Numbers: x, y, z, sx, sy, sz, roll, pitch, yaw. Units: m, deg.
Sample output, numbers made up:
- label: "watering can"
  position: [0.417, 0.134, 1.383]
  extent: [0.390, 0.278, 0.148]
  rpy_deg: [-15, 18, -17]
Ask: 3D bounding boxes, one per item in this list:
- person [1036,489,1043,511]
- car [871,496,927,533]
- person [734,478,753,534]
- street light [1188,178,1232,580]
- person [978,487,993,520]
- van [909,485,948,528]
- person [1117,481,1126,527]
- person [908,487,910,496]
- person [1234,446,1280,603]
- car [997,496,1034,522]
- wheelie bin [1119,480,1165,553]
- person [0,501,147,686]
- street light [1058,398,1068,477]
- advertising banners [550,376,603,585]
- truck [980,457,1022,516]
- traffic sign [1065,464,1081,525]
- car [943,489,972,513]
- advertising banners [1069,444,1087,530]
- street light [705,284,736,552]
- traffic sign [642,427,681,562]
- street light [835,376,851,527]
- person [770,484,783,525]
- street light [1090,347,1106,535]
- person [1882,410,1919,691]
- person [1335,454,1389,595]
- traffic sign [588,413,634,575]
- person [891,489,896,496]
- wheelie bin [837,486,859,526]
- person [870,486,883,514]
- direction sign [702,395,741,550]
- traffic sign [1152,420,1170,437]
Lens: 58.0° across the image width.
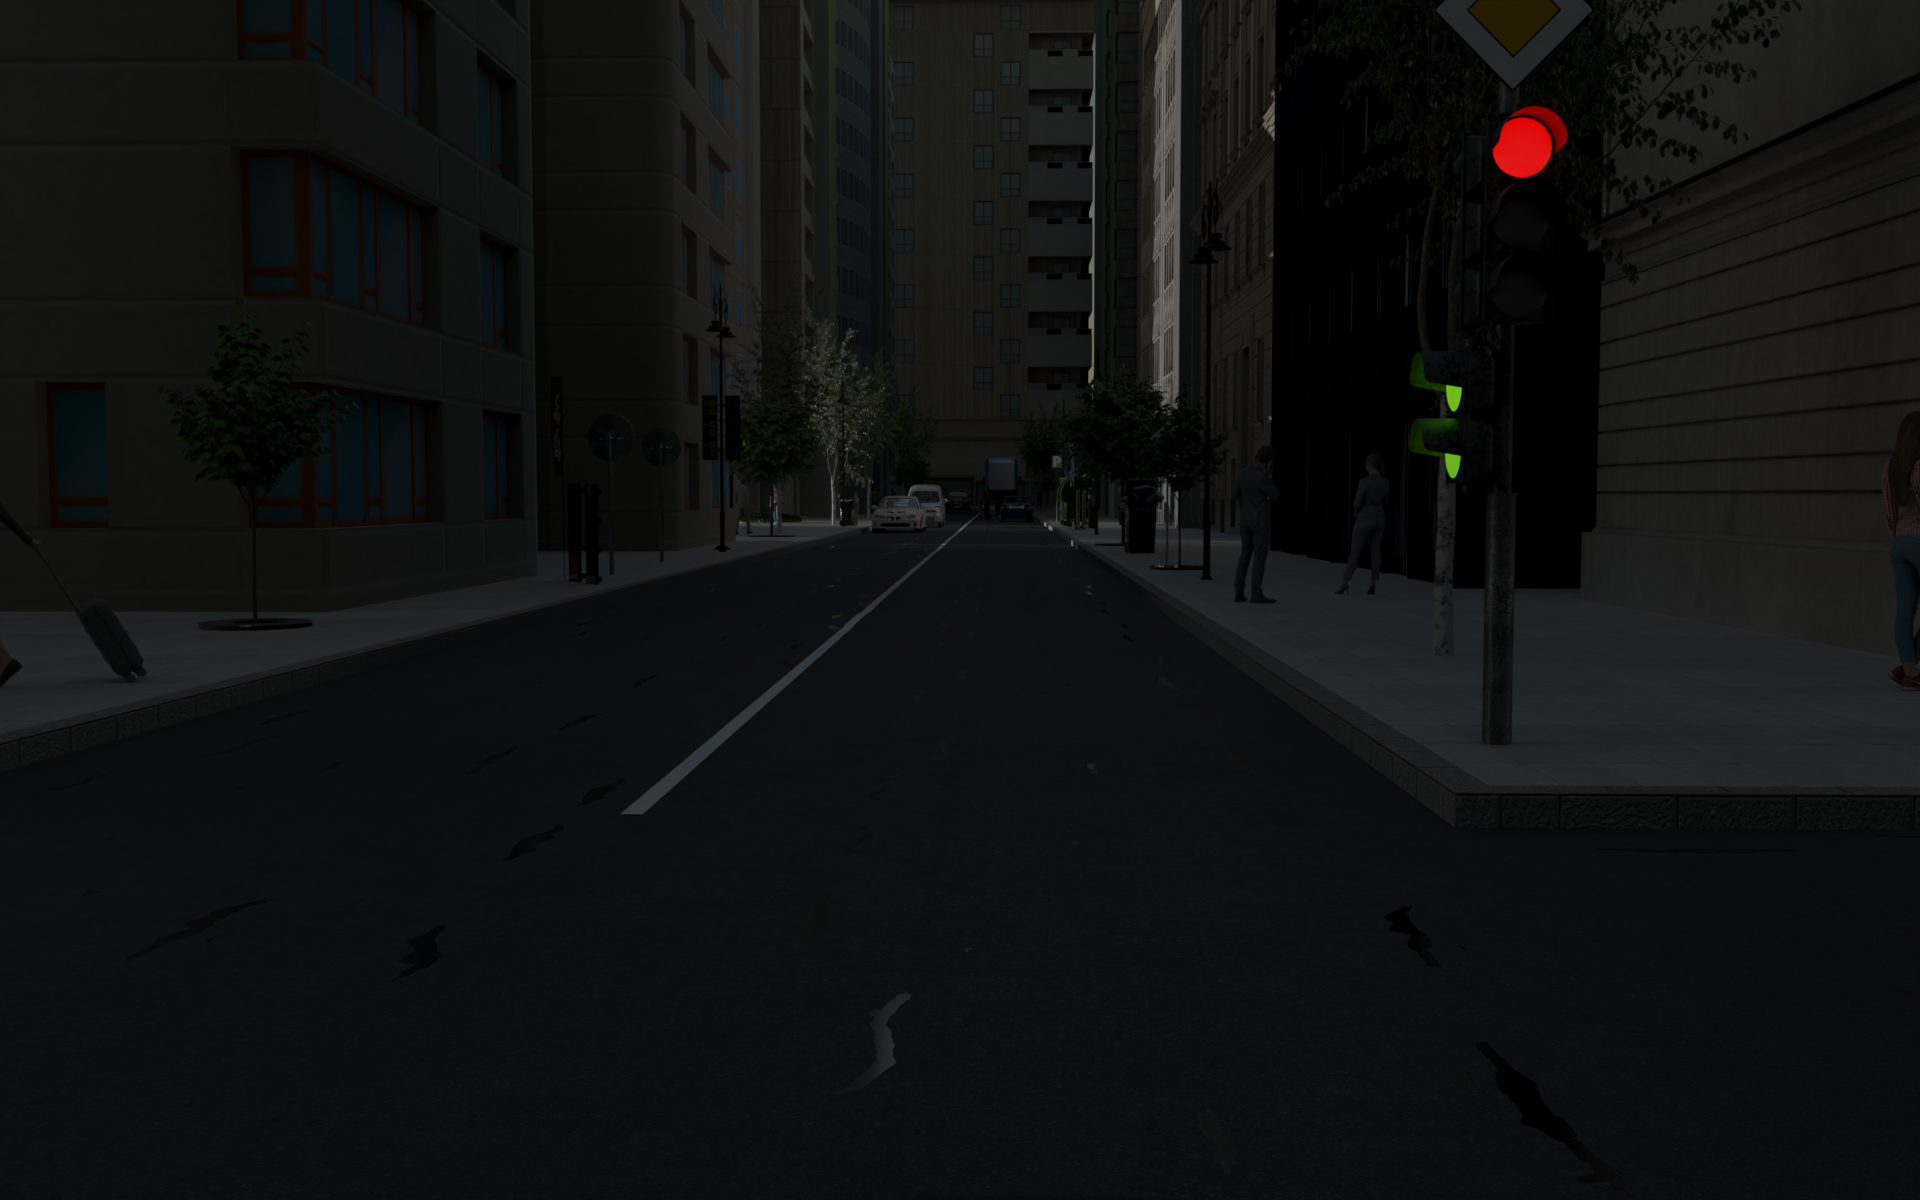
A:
- label: "person"
  position: [6.025, -7.568, 131.247]
  extent: [0.415, 1.643, 0.593]
  rpy_deg: [3, 4, 37]
- label: "car"
  position: [-2.285, -3.278, 65.964]
  extent: [2.083, 1.381, 4.827]
  rpy_deg: [0, 4, 3]
- label: "person"
  position: [-6.927, -2.990, 55.207]
  extent: [0.678, 1.792, 0.850]
  rpy_deg: [2, 4, 25]
- label: "street light"
  position: [3.694, -3.241, 25.775]
  extent: [0.468, 5.910, 1.993]
  rpy_deg: [0, 4, 1]
- label: "person"
  position: [1.468, -5.328, 95.545]
  extent: [0.705, 1.831, 1.348]
  rpy_deg: [-2, 4, -33]
- label: "van"
  position: [-1.519, -4.183, 75.403]
  extent: [2.013, 2.044, 4.112]
  rpy_deg: [0, 4, 2]
- label: "person"
  position: [6.347, -3.747, 67.495]
  extent: [0.473, 1.802, 0.592]
  rpy_deg: [2, 4, 30]
- label: "person"
  position: [-3.379, -6.557, 113.773]
  extent: [0.721, 1.766, 1.217]
  rpy_deg: [0, 4, -5]
- label: "person"
  position: [3.518, -0.893, 20.454]
  extent: [0.447, 1.846, 0.655]
  rpy_deg: [-2, 4, -32]
- label: "car"
  position: [2.888, -4.731, 89.930]
  extent: [1.945, 1.354, 3.894]
  rpy_deg: [0, 4, 0]
- label: "wheelie bin"
  position: [3.966, -1.821, 37.678]
  extent: [0.980, 1.594, 0.693]
  rpy_deg: [0, 4, -3]
- label: "person"
  position: [-6.222, -0.316, 11.420]
  extent: [1.509, 1.804, 0.699]
  rpy_deg: [-2, 4, -30]
- label: "street light"
  position: [4.993, -6.775, 83.559]
  extent: [0.468, 5.910, 1.993]
  rpy_deg: [0, 4, 1]
- label: "advertising banners"
  position: [-5.623, -1.778, 25.263]
  extent: [0.090, 3.025, 2.074]
  rpy_deg: [-2, 4, -31]
- label: "truck"
  position: [2.841, -8.051, 121.398]
  extent: [2.967, 4.110, 18.799]
  rpy_deg: [0, 4, 2]
- label: "traffic sign"
  position: [4.721, -4.364, 71.465]
  extent: [0.768, 2.556, 0.104]
  rpy_deg: [0, 4, 7]
- label: "car"
  position: [-0.230, -7.535, 131.873]
  extent: [2.281, 1.827, 5.304]
  rpy_deg: [0, 4, 1]
- label: "advertising banners"
  position: [4.179, -3.987, 61.369]
  extent: [0.090, 3.025, 2.074]
  rpy_deg: [1, 4, 21]
- label: "street light"
  position: [-5.278, -4.009, 38.330]
  extent: [0.468, 5.910, 1.993]
  rpy_deg: [0, 4, 1]
- label: "traffic sign"
  position: [-5.651, -1.997, 32.752]
  extent: [0.768, 2.556, 0.104]
  rpy_deg: [0, 4, 7]
- label: "street light"
  position: [-4.561, -5.800, 67.622]
  extent: [0.468, 5.910, 1.993]
  rpy_deg: [0, 4, 1]
- label: "person"
  position: [-7.633, -3.993, 72.167]
  extent: [0.563, 1.720, 0.643]
  rpy_deg: [1, 4, 19]
- label: "street light"
  position: [4.322, -5.008, 54.668]
  extent: [0.468, 5.910, 1.993]
  rpy_deg: [0, 4, 1]
- label: "person"
  position: [6.262, -0.319, 11.271]
  extent: [0.388, 1.821, 0.555]
  rpy_deg: [-1, 4, -21]
- label: "person"
  position: [5.144, -0.966, 22.119]
  extent: [0.520, 1.790, 0.573]
  rpy_deg: [-3, 5, -42]
- label: "traffic sign"
  position: [-5.517, -1.667, 27.355]
  extent: [0.768, 2.556, 0.104]
  rpy_deg: [1, 4, 9]
- label: "person"
  position: [-4.544, -6.760, 118.042]
  extent: [0.415, 1.643, 0.593]
  rpy_deg: [1, 4, 16]
- label: "wheelie bin"
  position: [-4.502, -3.797, 69.996]
  extent: [0.980, 1.594, 0.693]
  rpy_deg: [1, 4, 18]
- label: "person"
  position: [-4.666, -5.471, 96.220]
  extent: [0.721, 1.735, 1.217]
  rpy_deg: [3, 4, 36]
- label: "direction sign"
  position: [-5.479, -2.925, 39.815]
  extent: [0.876, 3.537, 0.379]
  rpy_deg: [-1, 4, -18]
- label: "traffic sign"
  position: [3.716, -1.904, 30.863]
  extent: [0.795, 2.593, 0.064]
  rpy_deg: [0, 4, 2]
